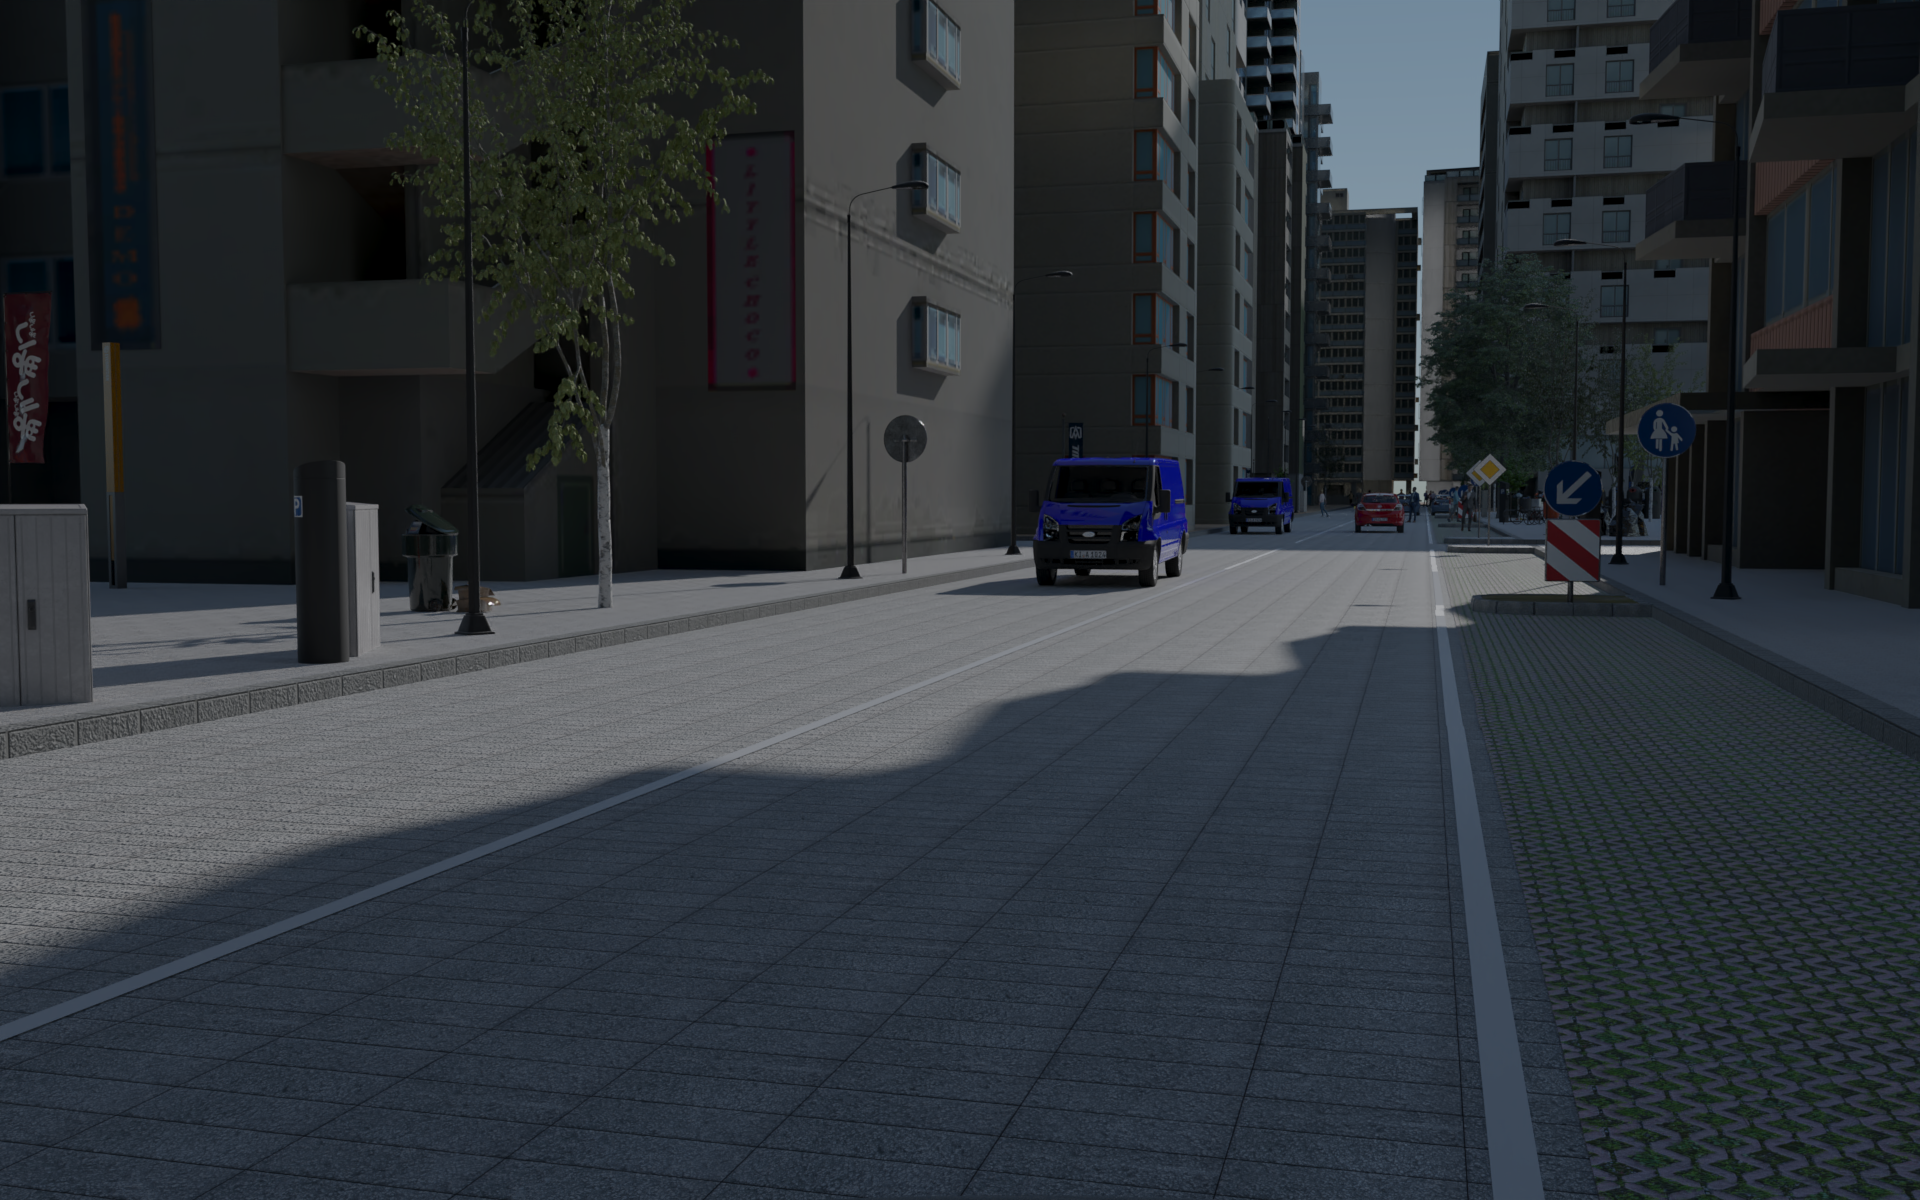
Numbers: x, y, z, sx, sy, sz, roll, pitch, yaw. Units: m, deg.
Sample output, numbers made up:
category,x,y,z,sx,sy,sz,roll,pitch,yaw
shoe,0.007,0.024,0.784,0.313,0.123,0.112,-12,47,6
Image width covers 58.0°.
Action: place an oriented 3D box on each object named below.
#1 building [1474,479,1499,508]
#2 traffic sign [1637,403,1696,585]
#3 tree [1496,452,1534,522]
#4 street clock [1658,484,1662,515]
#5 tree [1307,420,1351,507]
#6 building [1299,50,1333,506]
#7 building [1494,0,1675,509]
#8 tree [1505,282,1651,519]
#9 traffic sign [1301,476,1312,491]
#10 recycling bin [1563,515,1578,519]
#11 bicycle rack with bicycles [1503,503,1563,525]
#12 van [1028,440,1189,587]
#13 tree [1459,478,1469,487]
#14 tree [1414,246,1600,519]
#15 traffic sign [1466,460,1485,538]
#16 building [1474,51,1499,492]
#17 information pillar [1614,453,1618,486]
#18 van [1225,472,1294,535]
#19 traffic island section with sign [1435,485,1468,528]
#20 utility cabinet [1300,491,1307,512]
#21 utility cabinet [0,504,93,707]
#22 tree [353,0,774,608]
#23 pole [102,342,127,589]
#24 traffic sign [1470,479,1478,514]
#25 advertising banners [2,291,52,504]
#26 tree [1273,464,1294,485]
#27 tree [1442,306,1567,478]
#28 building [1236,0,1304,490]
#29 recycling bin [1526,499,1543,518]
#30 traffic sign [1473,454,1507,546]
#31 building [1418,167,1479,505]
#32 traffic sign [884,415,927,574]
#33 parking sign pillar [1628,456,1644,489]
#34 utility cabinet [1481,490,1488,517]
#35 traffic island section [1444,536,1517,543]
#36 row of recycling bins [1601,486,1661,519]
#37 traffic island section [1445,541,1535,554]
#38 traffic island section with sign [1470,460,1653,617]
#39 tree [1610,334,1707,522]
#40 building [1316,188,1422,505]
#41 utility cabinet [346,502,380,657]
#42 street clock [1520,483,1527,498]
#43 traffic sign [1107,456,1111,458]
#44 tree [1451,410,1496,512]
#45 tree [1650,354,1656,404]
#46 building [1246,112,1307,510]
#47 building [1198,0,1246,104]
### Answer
category,x,y,z,sx,sy,sz,roll,pitch,yaw
building,58.824,-44.090,159.131,20.563,71.187,20.611,1,4,15
traffic sign,9.885,-1.479,24.290,0.768,2.556,0.104,1,4,21
tree,25.125,-5.175,79.211,1.663,3.219,1.824,0,3,0
street clock,43.422,-6.272,107.109,0.471,2.002,0.358,1,4,11
tree,36.874,-13.638,173.341,4.360,8.622,3.978,0,3,0
building,25.003,-34.913,190.428,30.456,49.044,23.786,1,4,15
building,56.334,-33.382,135.041,28.713,52.752,27.495,1,4,15
tree,21.333,-6.779,61.193,4.360,8.622,3.978,0,3,0
traffic sign,24.495,-7.493,122.613,0.768,2.556,0.104,1,4,22
recycling bin,23.650,-3.304,66.566,0.722,1.027,0.722,0,4,-1
bicycle rack with bicycles,24.311,-3.628,72.693,2.925,0.926,2.852,-1,4,-15
van,2.554,-1.486,28.678,2.240,2.365,5.245,1,4,14
tree,54.872,-11.900,189.168,1.663,3.219,1.824,0,3,0
tree,28.583,-11.255,90.678,9.857,13.997,8.962,0,3,0
traffic sign,15.169,-2.871,50.588,0.795,2.450,0.064,1,4,15
building,65.146,-34.021,179.940,21.300,48.544,21.600,1,4,15
information pillar,37.415,-6.558,98.573,0.183,3.616,0.504,-2,4,-28
van,11.018,-3.601,63.259,2.240,2.365,5.245,1,4,16
traffic island section with sign,21.582,-4.024,74.418,1.989,1.847,2.006,1,4,15
utility cabinet,24.057,-6.894,121.398,0.318,1.500,1.173,1,4,20
utility cabinet,-5.844,0.041,10.489,1.020,1.237,0.306,-2,4,-30
tree,-4.239,-4.213,19.248,4.737,8.622,4.395,0,3,0
pole,-11.434,-1.809,23.426,0.158,3.312,0.155,0,3,0
traffic sign,33.594,-6.885,112.679,0.768,2.556,0.104,1,4,19
advertising banners,-8.804,-1.167,15.274,2.074,3.025,0.090,1,4,17
tree,20.621,-7.154,111.562,1.663,3.219,1.824,0,3,0
tree,33.012,-11.429,104.998,7.486,12.596,7.792,0,3,0
building,20.606,-51.634,156.889,22.319,86.520,31.000,1,4,15
recycling bin,30.876,-4.925,93.081,0.722,1.027,0.722,3,4,37
traffic sign,13.101,-2.399,42.874,0.795,2.450,0.064,1,4,15
building,63.018,-32.191,209.922,14.086,41.232,14.154,1,4,15
traffic sign,-0.898,-1.701,27.910,0.768,2.556,0.104,1,4,23
parking sign pillar,46.526,-7.997,119.217,1.447,3.967,1.447,-3,5,-41
utility cabinet,28.964,-5.323,95.702,0.318,1.500,1.173,1,4,14
traffic island section,15.194,-1.736,50.658,2.009,0.180,2.903,1,4,15
row of recycling bins,34.727,-5.101,90.506,3.534,1.692,1.069,2,4,25
traffic island section,13.126,-1.264,42.945,2.009,0.180,2.903,1,4,15
traffic island section with sign,7.297,-0.765,21.137,1.989,1.847,2.006,1,4,15
tree,32.287,-7.935,80.092,4.737,8.622,4.395,0,3,0
building,46.867,-32.498,223.224,23.993,40.220,32.217,1,4,15
utility cabinet,-4.951,-0.179,14.090,0.306,1.237,1.020,-1,4,-9
street clock,37.381,-6.753,114.979,0.471,2.002,0.358,3,5,44
traffic sign,3.886,-2.551,45.356,0.795,2.450,0.064,1,4,15
tree,38.042,-10.613,123.881,4.737,8.622,4.395,0,3,0
tree,28.427,-7.664,75.661,4.360,8.622,3.978,0,3,0
building,19.280,-22.217,134.956,14.160,30.474,14.107,1,4,15
building,3.629,-31.880,110.473,28.713,52.752,27.495,1,4,15
